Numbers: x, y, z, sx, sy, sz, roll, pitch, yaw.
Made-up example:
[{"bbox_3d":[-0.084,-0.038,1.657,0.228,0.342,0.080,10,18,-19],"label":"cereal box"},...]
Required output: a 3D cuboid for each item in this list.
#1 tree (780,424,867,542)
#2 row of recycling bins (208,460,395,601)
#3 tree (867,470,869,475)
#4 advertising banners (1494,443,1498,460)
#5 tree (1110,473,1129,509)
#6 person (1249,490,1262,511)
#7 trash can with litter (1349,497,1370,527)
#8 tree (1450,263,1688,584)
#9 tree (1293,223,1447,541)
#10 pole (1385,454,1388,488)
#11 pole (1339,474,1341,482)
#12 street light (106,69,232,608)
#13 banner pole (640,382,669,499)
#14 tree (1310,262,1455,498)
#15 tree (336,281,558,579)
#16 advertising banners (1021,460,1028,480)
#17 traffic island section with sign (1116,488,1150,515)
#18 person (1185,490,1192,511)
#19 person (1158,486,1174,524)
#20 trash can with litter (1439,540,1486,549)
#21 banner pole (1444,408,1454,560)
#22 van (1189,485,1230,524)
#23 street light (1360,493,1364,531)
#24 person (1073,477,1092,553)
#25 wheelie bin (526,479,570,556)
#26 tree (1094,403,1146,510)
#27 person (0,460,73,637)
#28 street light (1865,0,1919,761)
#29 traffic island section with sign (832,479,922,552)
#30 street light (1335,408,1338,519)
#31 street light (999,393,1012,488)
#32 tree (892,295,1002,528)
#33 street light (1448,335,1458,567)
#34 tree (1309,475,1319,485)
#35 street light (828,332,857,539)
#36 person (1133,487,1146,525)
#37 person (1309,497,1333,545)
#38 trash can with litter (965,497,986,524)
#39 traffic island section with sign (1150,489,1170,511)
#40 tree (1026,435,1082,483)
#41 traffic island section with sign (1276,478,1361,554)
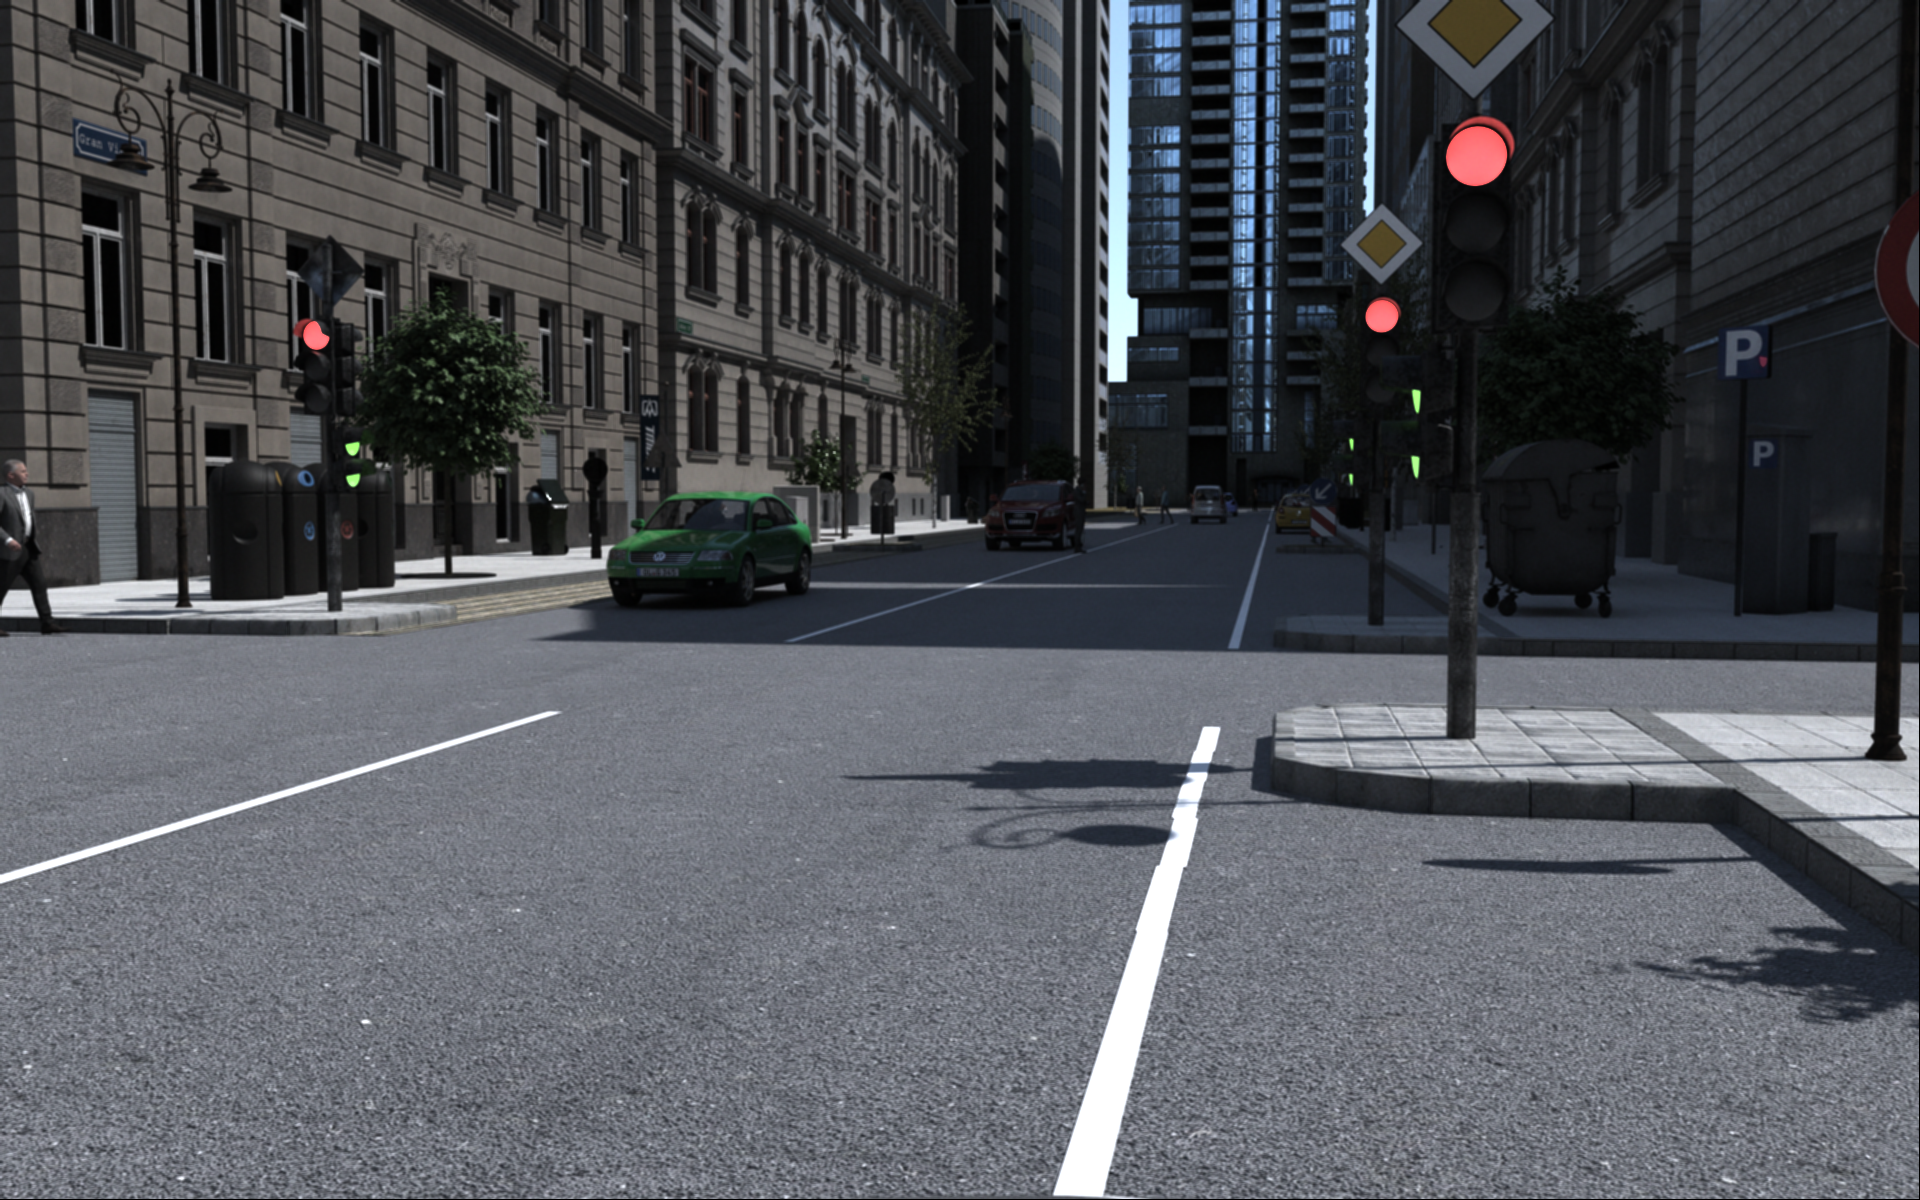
[{"bbox_3d":[-3.830,-3.210,47.088,1.663,3.219,1.824,0,3,0],"label":"tree"},{"bbox_3d":[-8.518,-0.940,22.476,1.069,1.692,3.534,1,4,11],"label":"row of recycling bins"},{"bbox_3d":[-3.848,-3.600,53.469,1.663,3.219,1.824,0,3,0],"label":"tree"},{"bbox_3d":[11.914,-2.565,38.124,0.090,3.025,2.074,1,4,9],"label":"advertising banners"},{"bbox_3d":[13.549,-9.195,144.938,1.663,3.219,1.824,0,3,0],"label":"tree"},{"bbox_3d":[25.354,-8.569,148.745,1.348,1.807,0.705,-1,4,-20],"label":"person"},{"bbox_3d":[15.782,-3.489,68.440,1.055,1.170,0.624,1,4,14],"label":"trash can with litter"},{"bbox_3d":[8.562,-2.517,24.860,4.285,4.588,4.351,0,3,0],"label":"tree"},{"bbox_3d":[11.707,-5.927,47.270,4.737,8.622,4.395,0,3,0],"label":"tree"},{"bbox_3d":[20.798,-5.545,84.510,0.158,3.312,0.155,0,3,0],"label":"pole"},{"bbox_3d":[19.897,-5.904,90.379,0.158,3.312,0.155,0,3,0],"label":"pole"},{"bbox_3d":[-8.795,-2.854,19.444,0.468,5.910,1.993,1,4,10],"label":"street light"},{"bbox_3d":[-6.745,-2.970,38.577,0.863,3.779,0.401,-2,4,-32],"label":"banner pole"},{"bbox_3d":[13.281,-6.387,54.788,4.360,8.622,3.978,0,3,0],"label":"tree"},{"bbox_3d":[-7.855,-2.631,26.735,4.285,4.588,4.351,0,3,0],"label":"tree"},{"bbox_3d":[3.896,-5.717,89.659,2.074,3.025,0.090,-3,5,-40],"label":"advertising banners"},{"bbox_3d":[11.842,-6.770,119.320,1.989,1.847,2.006,1,4,10],"label":"traffic island section with sign"},{"bbox_3d":[19.308,-8.327,145.373,0.721,1.735,1.217,-3,5,-42],"label":"person"},{"bbox_3d":[9.864,-4.566,83.009,0.748,1.841,0.638,3,4,36],"label":"person"},{"bbox_3d":[12.261,-1.839,41.120,1.678,1.210,2.233,1,4,16],"label":"trash can with litter"},{"bbox_3d":[9.615,-2.679,33.818,0.401,3.779,0.863,-2,4,-34],"label":"banner pole"},{"bbox_3d":[12.206,-4.763,84.884,2.013,2.044,4.112,1,4,10],"label":"van"},{"bbox_3d":[13.922,-5.322,59.800,0.468,5.910,1.993,1,4,10],"label":"street light"},{"bbox_3d":[2.964,-2.060,41.983,0.447,1.846,0.655,1,4,9],"label":"person"},{"bbox_3d":[-8.658,-1.735,36.273,0.693,1.594,0.980,2,4,25],"label":"wheelie bin"},{"bbox_3d":[12.664,-11.574,139.596,4.360,8.622,3.978,0,3,0],"label":"tree"},{"bbox_3d":[-9.425,-0.521,17.422,0.834,1.777,0.661,0,4,2],"label":"person"},{"bbox_3d":[4.493,-2.167,8.226,0.468,5.910,1.993,1,4,10],"label":"street light"},{"bbox_3d":[-2.015,-2.138,43.586,1.989,1.847,2.006,1,4,10],"label":"traffic island section with sign"},{"bbox_3d":[19.400,-7.124,89.272,0.468,5.910,1.993,1,4,10],"label":"street light"},{"bbox_3d":[2.107,-6.500,79.068,0.468,5.910,1.993,1,4,10],"label":"street light"},{"bbox_3d":[-0.759,-7.020,65.133,4.737,8.622,4.395,0,3,0],"label":"tree"},{"bbox_3d":[8.679,-3.517,30.286,0.468,5.910,1.993,1,4,10],"label":"street light"},{"bbox_3d":[32.247,-10.015,158.354,1.663,3.219,1.824,0,3,0],"label":"tree"},{"bbox_3d":[-3.340,-4.690,49.477,0.468,5.910,1.993,1,4,10],"label":"street light"},{"bbox_3d":[8.384,-4.383,80.648,0.515,1.767,0.782,0,4,-6],"label":"person"},{"bbox_3d":[10.209,-2.464,48.772,0.713,1.824,0.794,2,4,26],"label":"person"},{"bbox_3d":[0.777,-3.875,74.751,1.055,1.170,0.624,-1,4,-10],"label":"trash can with litter"},{"bbox_3d":[16.689,-8.392,145.838,1.989,1.847,2.006,1,4,10],"label":"traffic island section with sign"},{"bbox_3d":[5.003,-6.833,95.439,4.285,4.588,4.351,0,3,0],"label":"tree"},{"bbox_3d":[8.761,-2.067,42.418,1.989,1.847,2.006,1,4,10],"label":"traffic island section with sign"}]
